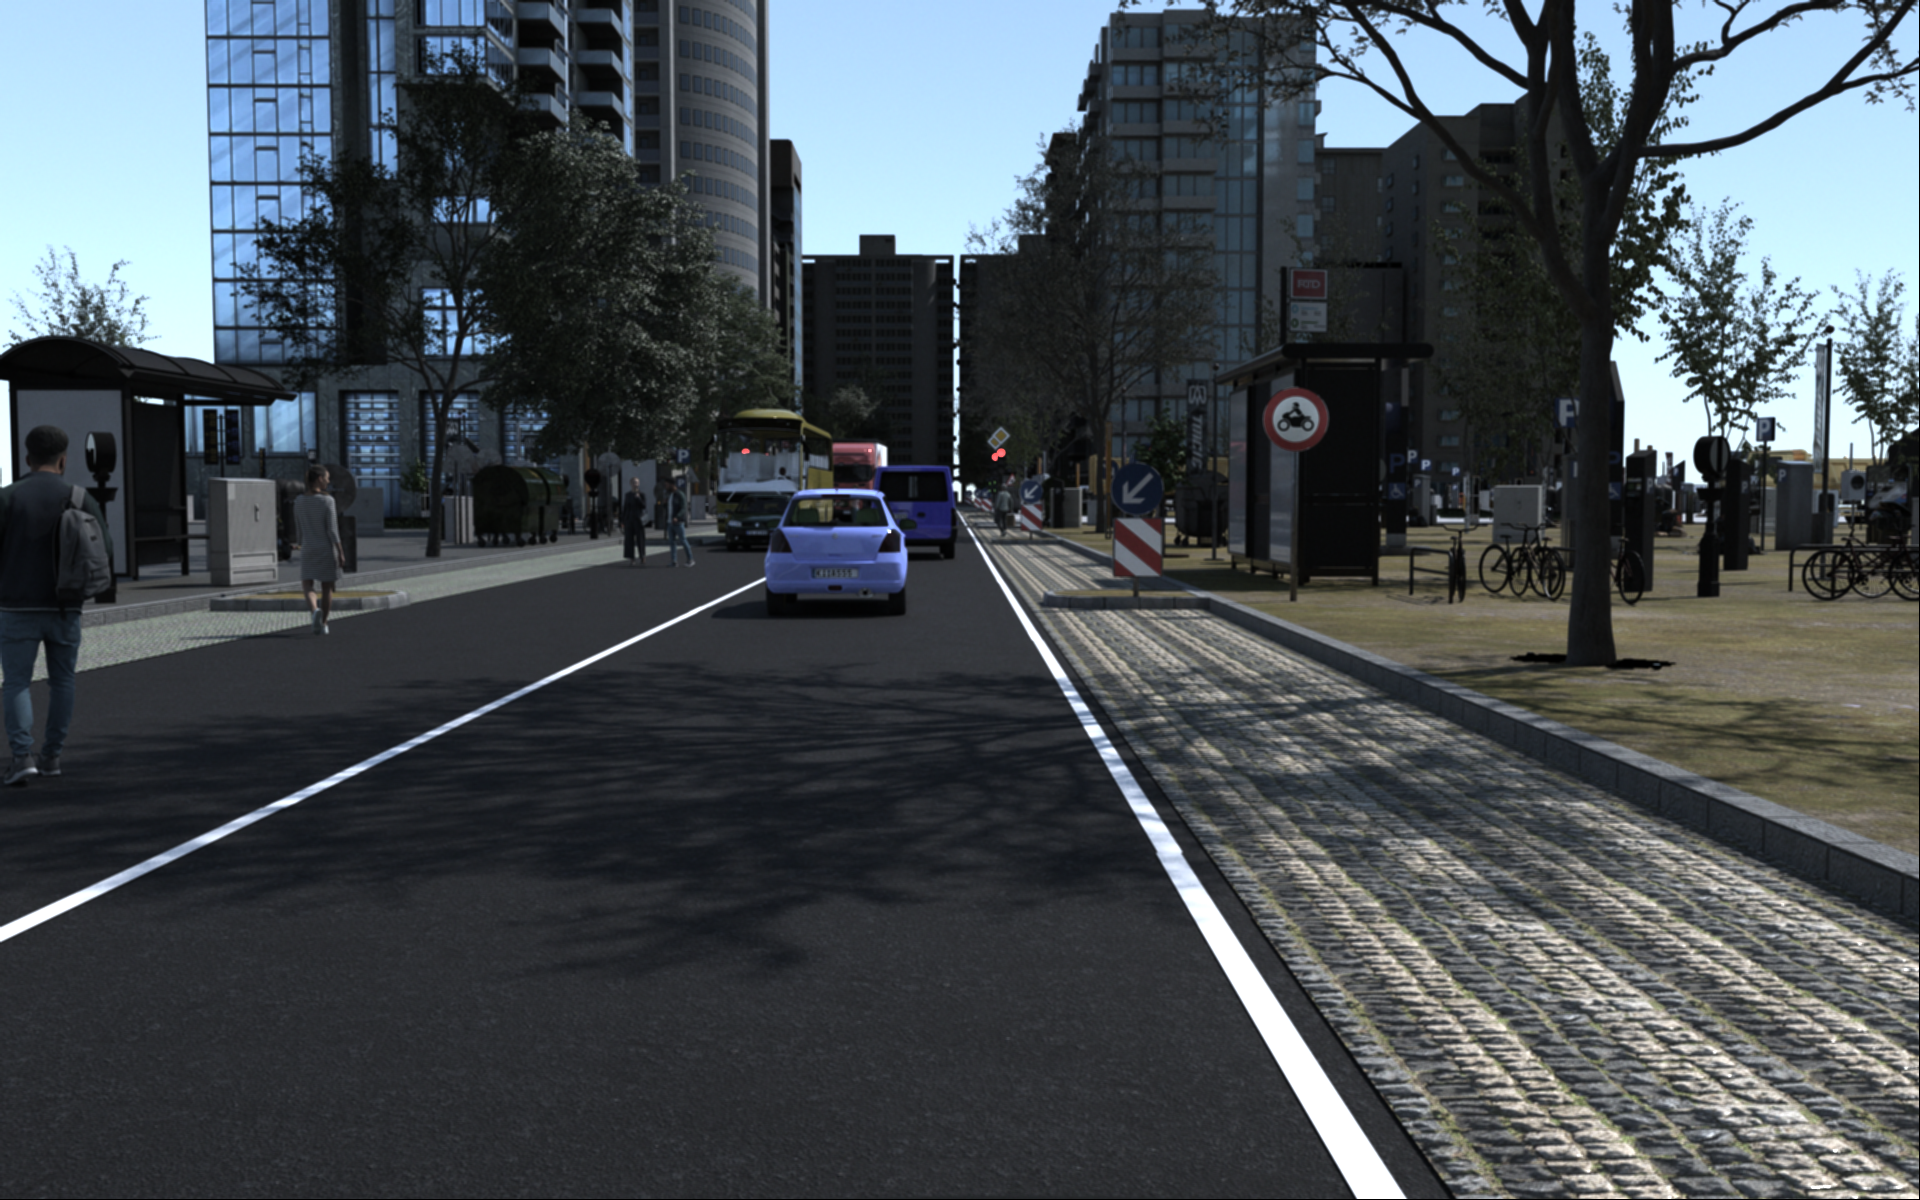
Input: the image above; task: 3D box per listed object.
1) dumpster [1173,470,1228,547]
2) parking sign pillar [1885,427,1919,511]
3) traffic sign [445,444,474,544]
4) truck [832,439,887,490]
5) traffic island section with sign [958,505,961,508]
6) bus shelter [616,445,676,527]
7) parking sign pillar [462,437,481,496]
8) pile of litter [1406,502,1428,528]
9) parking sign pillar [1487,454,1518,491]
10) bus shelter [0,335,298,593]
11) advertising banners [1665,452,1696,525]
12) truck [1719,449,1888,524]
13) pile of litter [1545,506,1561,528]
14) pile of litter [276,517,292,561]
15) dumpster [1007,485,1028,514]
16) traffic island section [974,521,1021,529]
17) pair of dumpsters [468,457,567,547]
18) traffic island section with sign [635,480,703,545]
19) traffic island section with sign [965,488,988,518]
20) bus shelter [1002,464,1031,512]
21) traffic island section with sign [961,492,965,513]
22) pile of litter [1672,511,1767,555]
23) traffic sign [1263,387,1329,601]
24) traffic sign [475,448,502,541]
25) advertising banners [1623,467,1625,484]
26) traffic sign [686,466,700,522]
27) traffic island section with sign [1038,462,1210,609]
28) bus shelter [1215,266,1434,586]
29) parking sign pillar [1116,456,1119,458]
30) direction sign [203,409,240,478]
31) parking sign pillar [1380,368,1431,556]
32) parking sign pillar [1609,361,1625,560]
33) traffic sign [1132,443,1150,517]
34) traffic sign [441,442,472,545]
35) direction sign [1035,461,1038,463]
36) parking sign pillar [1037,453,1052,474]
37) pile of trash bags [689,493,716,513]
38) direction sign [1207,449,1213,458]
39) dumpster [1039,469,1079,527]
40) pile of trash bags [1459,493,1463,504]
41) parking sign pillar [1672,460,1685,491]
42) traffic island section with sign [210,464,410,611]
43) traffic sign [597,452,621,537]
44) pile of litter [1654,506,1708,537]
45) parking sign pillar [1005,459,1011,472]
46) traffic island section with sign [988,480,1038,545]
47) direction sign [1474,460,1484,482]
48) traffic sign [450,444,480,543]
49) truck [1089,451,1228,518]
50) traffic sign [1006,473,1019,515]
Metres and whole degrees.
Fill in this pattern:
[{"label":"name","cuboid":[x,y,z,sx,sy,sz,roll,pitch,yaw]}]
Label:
[{"label":"dumpster","cuboid":[5.997,-2.271,42.894,1.264,1.857,1.865,0,4,0]},{"label":"parking sign pillar","cuboid":[36.028,-4.745,66.046,1.447,3.967,1.447,1,4,8]},{"label":"traffic sign","cuboid":[-12.847,-2.714,44.478,0.768,2.556,0.104,0,4,5]},{"label":"truck","cuboid":[-5.358,-6.185,90.037,2.839,4.237,11.283,0,4,1]},{"label":"traffic island section with sign","cuboid":[0.878,-10.616,182.205,1.989,1.847,2.006,0,4,0]},{"label":"bus shelter","cuboid":[-12.422,-4.601,69.153,2.014,3.302,5.546,0,4,0]},{"label":"parking sign pillar","cuboid":[-22.771,-5.676,81.275,1.447,3.967,1.447,2,4,30]},{"label":"pile of litter","cuboid":[17.302,-3.230,66.780,1.719,0.858,1.176,0,4,-6]},{"label":"parking sign pillar","cuboid":[36.522,-7.847,116.763,1.447,3.967,1.447,3,4,36]},{"label":"bus shelter","cuboid":[-11.530,-1.894,24.886,2.014,3.302,5.546,0,4,0]},{"label":"advertising banners","cuboid":[30.089,-4.663,72.423,2.074,3.025,0.090,-2,4,-32]},{"label":"truck","cuboid":[37.716,-4.905,76.119,9.791,3.379,3.469,0,3,0]},{"label":"pile of litter","cuboid":[22.526,-3.158,65.595,1.176,0.858,1.719,3,4,36]},{"label":"pile of litter","cuboid":[-13.521,-1.189,33.401,1.176,0.858,1.719,0,4,7]},{"label":"dumpster","cuboid":[3.675,-6.474,111.614,1.264,1.857,1.865,0,4,0]},{"label":"traffic island section","cuboid":[1.654,-3.513,79.720,2.009,0.180,2.903,0,4,0]},{"label":"pair of dumpsters","cuboid":[-11.117,-2.514,43.590,1.574,2.255,4.437,0,4,0]},{"label":"traffic island section with sign","cuboid":[-8.335,-2.463,48.891,1.989,1.847,2.006,0,4,0]},{"label":"traffic island section with sign","cuboid":[1.466,-5.871,104.625,1.989,1.847,2.006,0,4,0]},{"label":"bus shelter","cuboid":[3.724,-7.622,118.535,2.014,3.302,5.546,0,4,0]},{"label":"traffic island section with sign","cuboid":[1.262,-7.560,132.238,1.989,1.847,2.006,0,4,0]},{"label":"pile of litter","cuboid":[16.262,-1.405,36.935,1.719,0.858,1.176,2,4,31]},{"label":"traffic sign","cuboid":[3.995,-1.258,20.669,0.768,2.556,0.104,0,4,8]},{"label":"traffic sign","cuboid":[-12.923,-2.896,47.460,0.768,2.556,0.104,0,4,5]},{"label":"advertising banners","cuboid":[43.336,-7.053,111.498,2.074,3.025,0.090,1,4,14]},{"label":"traffic sign","cuboid":[-12.354,-4.855,79.377,0.884,2.594,0.081,1,4,8]},{"label":"traffic island section with sign","cuboid":[2.092,-0.836,22.296,1.989,1.847,2.006,0,4,0]},{"label":"bus shelter","cuboid":[5.491,-3.100,28.319,2.179,5.291,8.768,0,4,0]},{"label":"parking sign pillar","cuboid":[11.590,-8.167,121.999,1.447,3.967,1.447,1,4,17]},{"label":"direction sign","cuboid":[-19.723,-3.322,46.316,0.876,3.537,0.379,-1,4,-22]},{"label":"parking sign pillar","cuboid":[9.225,-2.940,36.539,1.447,3.967,1.447,1,4,14]},{"label":"parking sign pillar","cuboid":[12.889,-2.813,34.468,1.447,3.967,1.447,1,4,13]},{"label":"traffic sign","cuboid":[4.677,-2.638,43.240,0.768,2.556,0.104,0,4,7]},{"label":"traffic sign","cuboid":[-12.592,-2.641,43.186,0.884,2.594,0.081,0,4,4]},{"label":"direction sign","cuboid":[5.273,-7.828,119.989,0.379,3.537,0.876,1,4,19]},{"label":"parking sign pillar","cuboid":[5.213,-7.224,106.577,1.447,3.967,1.447,-1,4,-20]},{"label":"pile of trash bags","cuboid":[-17.312,-6.675,118.889,1.912,1.369,3.447,-3,4,-36]},{"label":"direction sign","cuboid":[12.418,-5.787,86.620,0.876,3.537,0.379,1,4,18]},{"label":"dumpster","cuboid":[3.822,-3.980,67.573,1.502,2.255,1.985,0,4,0]},{"label":"pile of trash bags","cuboid":[42.111,-7.992,140.418,3.447,1.369,1.912,0,4,5]},{"label":"parking sign pillar","cuboid":[56.144,-9.019,135.934,1.447,3.967,1.447,0,4,5]},{"label":"traffic island section with sign","cuboid":[-8.113,-0.814,21.936,1.989,1.847,2.006,0,4,0]},{"label":"traffic sign","cuboid":[-10.589,-3.188,52.237,0.768,2.556,0.104,0,4,8]},{"label":"pile of litter","cuboid":[21.011,-2.286,51.342,1.176,0.858,1.719,-3,5,-40]},{"label":"parking sign pillar","cuboid":[3.700,-8.838,132.976,1.447,3.967,1.447,0,4,2]},{"label":"traffic island section with sign","cuboid":[1.895,-2.500,49.508,1.989,1.847,2.006,0,4,0]},{"label":"direction sign","cuboid":[34.926,-7.621,116.598,0.876,3.537,0.379,-2,4,-33]},{"label":"traffic sign","cuboid":[-12.870,-2.763,45.171,0.884,2.594,0.081,0,4,5]},{"label":"truck","cuboid":[10.546,-4.852,75.255,9.791,3.379,3.469,0,4,2]},{"label":"traffic sign","cuboid":[3.244,-6.562,107.298,0.884,2.594,0.081,0,4,2]}]
